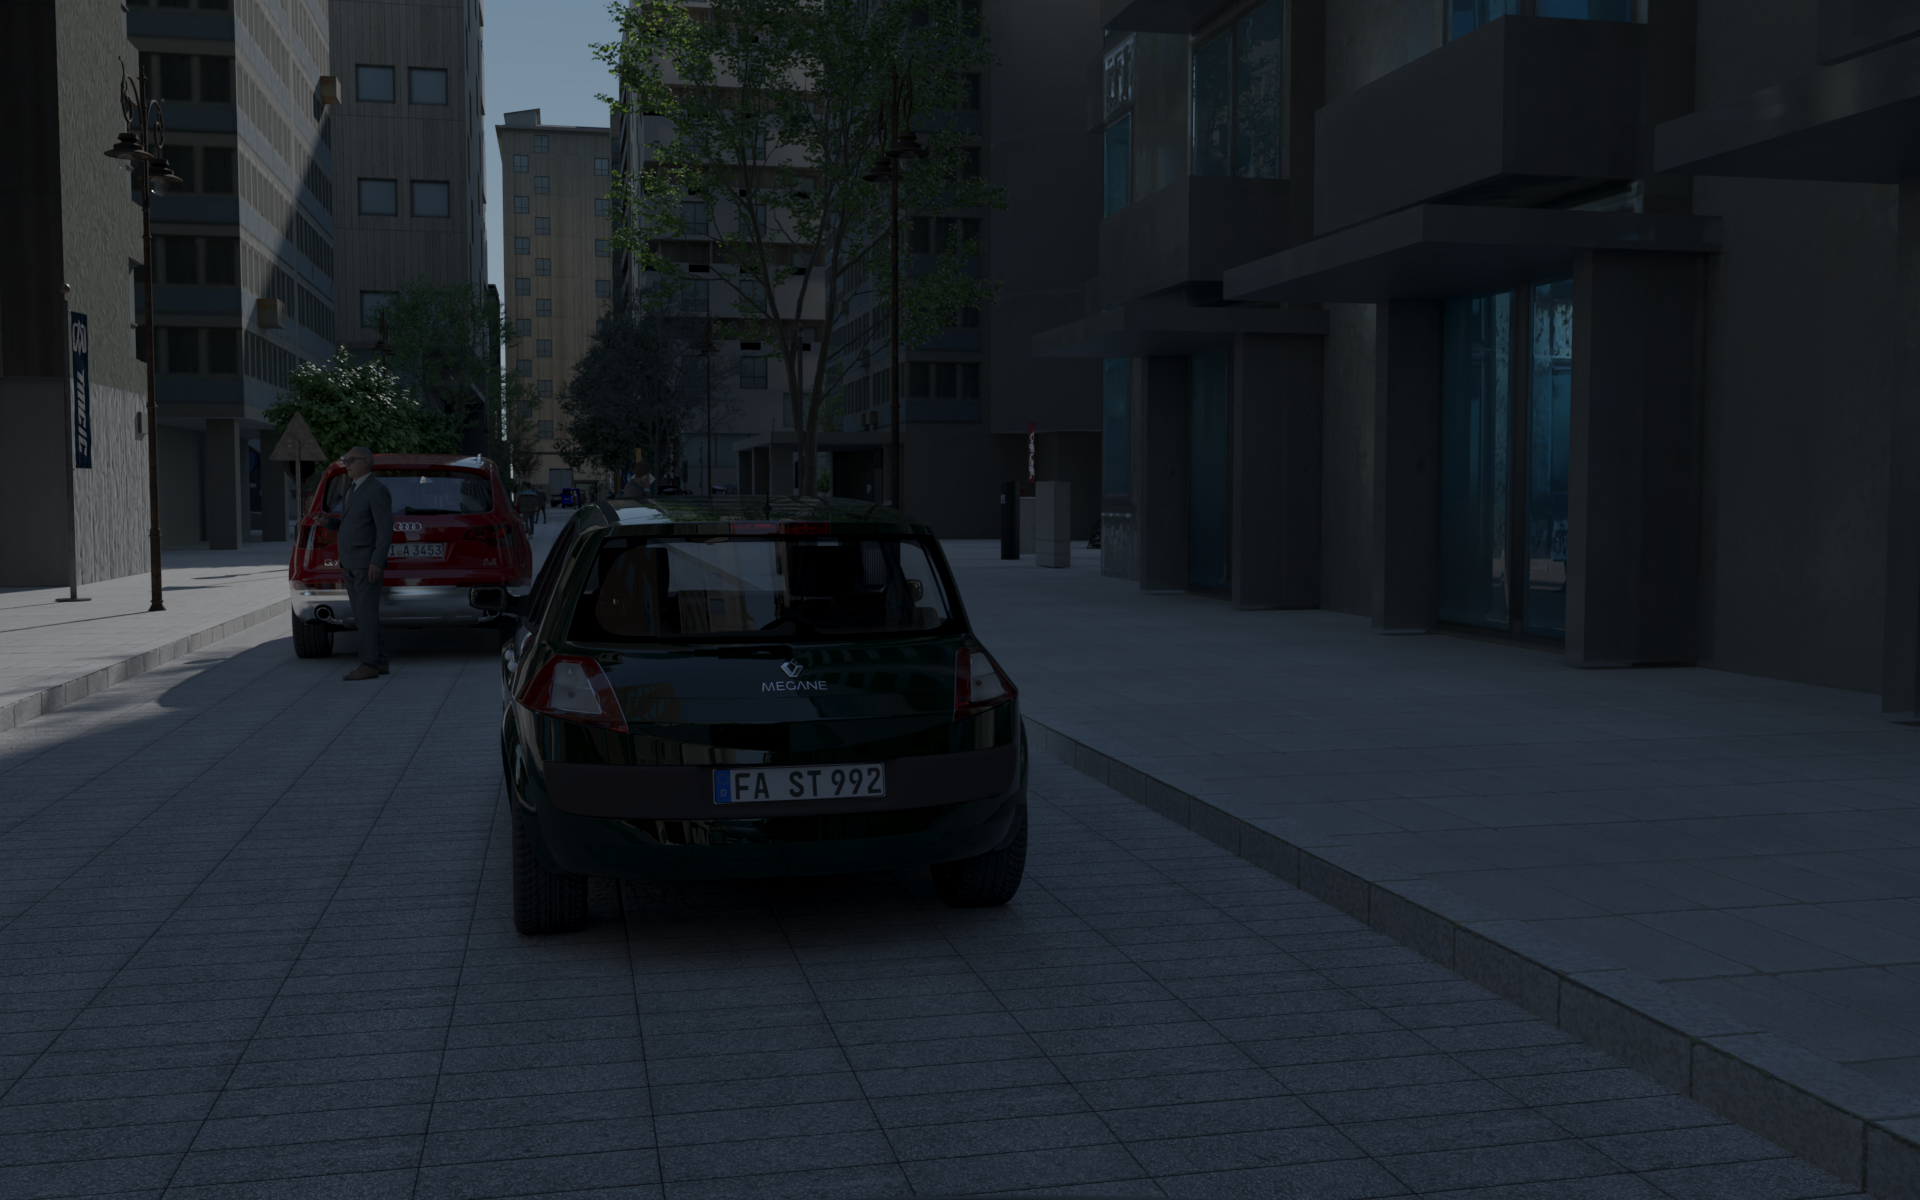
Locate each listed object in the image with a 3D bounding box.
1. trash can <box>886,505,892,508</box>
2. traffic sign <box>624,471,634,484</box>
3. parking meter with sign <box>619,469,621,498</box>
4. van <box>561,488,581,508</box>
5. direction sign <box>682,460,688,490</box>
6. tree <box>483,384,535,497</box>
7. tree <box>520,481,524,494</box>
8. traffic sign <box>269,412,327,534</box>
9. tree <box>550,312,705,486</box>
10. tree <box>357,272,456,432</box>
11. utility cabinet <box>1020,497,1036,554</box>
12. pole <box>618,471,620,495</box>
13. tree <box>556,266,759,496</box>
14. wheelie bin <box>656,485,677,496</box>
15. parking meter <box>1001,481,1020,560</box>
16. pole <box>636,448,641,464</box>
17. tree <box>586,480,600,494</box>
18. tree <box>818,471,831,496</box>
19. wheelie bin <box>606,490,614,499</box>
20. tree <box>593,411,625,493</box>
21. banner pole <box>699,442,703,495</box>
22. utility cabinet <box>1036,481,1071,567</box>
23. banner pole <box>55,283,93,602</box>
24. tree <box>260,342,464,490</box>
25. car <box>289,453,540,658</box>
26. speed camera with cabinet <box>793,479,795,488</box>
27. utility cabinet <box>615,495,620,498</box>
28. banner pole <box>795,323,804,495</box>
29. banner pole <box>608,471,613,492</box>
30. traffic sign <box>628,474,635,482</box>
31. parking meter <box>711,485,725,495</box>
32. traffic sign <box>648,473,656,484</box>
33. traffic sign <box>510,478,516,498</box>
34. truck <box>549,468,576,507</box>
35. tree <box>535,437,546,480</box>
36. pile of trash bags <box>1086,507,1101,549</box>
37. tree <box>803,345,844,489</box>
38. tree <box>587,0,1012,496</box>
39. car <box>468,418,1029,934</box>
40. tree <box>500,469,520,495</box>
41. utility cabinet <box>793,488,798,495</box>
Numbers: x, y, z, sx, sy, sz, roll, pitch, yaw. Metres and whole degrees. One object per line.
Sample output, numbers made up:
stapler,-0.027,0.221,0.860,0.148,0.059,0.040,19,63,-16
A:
trash can,-1.194,-0.661,22.469,0.748,1.137,0.748,0,3,0
traffic sign,-18.330,-5.891,96.419,0.768,2.556,0.104,0,4,-6
parking meter with sign,-23.332,-7.549,119.691,0.543,3.016,1.738,-1,4,-8
van,-39.040,-10.377,174.041,2.240,2.365,5.245,-1,4,-11
direction sign,-18.560,-7.640,116.916,0.379,3.537,0.876,-2,4,-31
tree,-31.324,-10.184,116.873,4.360,8.622,3.978,0,3,0
tree,-47.947,-11.669,185.393,1.663,3.219,1.824,0,3,0
traffic sign,-10.455,-1.674,27.376,0.884,2.594,0.081,0,4,-5
tree,-20.718,-11.670,107.817,9.611,12.733,9.660,0,3,0
tree,-24.095,-9.456,80.353,9.928,11.665,9.643,0,3,0
utility cabinet,1.438,-1.586,37.100,1.020,1.237,0.306,-1,4,-13
pole,-29.046,-9.402,147.564,0.158,3.312,0.155,0,3,0
tree,-15.712,-10.990,90.054,12.009,13.543,11.850,0,3,0
wheelie bin,-9.813,-3.087,58.380,0.980,1.594,0.693,-2,4,-27
parking meter,0.986,-1.558,33.892,0.372,1.533,0.369,0,3,0
pole,-14.282,-5.089,77.041,0.158,3.312,0.155,0,3,0
tree,-44.549,-13.276,211.666,1.663,3.219,1.824,0,3,0
tree,-9.236,-7.654,119.751,1.663,3.219,1.824,0,3,0
wheelie bin,-27.784,-7.936,137.656,0.693,1.594,0.980,-1,4,-16
tree,-30.778,-12.381,152.790,4.360,8.622,3.978,0,3,0
banner pole,-12.423,-5.692,83.080,0.401,3.779,0.863,-1,4,-18
utility cabinet,1.638,-1.327,30.372,0.318,1.500,1.173,-1,4,-13
banner pole,-10.649,-1.888,20.893,0.401,3.779,0.863,0,4,-4
tree,-13.384,-3.303,37.713,4.285,4.588,4.351,0,3,0
car,-5.237,-0.500,16.845,2.281,1.827,5.304,-1,4,-15
speed camera with cabinet,-10.530,-6.795,105.427,2.038,3.252,0.660,-2,4,-27
utility cabinet,-27.735,-7.854,139.568,1.020,1.237,0.306,-3,4,-39
banner pole,-2.360,-2.183,25.704,0.401,3.779,0.863,0,4,-4
banner pole,-29.320,-9.480,145.018,0.863,3.779,0.401,3,5,41
traffic sign,-14.260,-4.461,76.581,0.795,2.450,0.064,-1,4,-13
parking meter,-6.792,-2.462,48.670,0.372,1.533,0.369,0,3,0
traffic sign,-12.479,-3.985,68.796,0.795,2.450,0.064,-1,4,-13
traffic sign,-35.458,-8.362,136.822,0.768,2.556,0.104,-1,4,-10
truck,-44.207,-12.449,192.459,2.839,4.237,11.283,-1,4,-11
tree,-44.304,-13.677,173.974,4.360,8.622,3.978,0,3,0
pile of trash bags,4.419,-1.946,41.565,1.912,1.369,3.447,2,4,27
tree,-5.548,-8.083,82.527,4.737,8.622,4.395,0,3,0
tree,-2.895,-6.505,32.120,9.928,11.665,9.643,0,3,0
car,-1.004,0.160,7.178,2.009,1.686,4.222,-1,4,-15
tree,-35.448,-8.574,134.781,1.663,3.219,1.824,0,3,0
utility cabinet,-6.710,-3.625,67.949,1.173,1.500,0.318,-1,4,-17
